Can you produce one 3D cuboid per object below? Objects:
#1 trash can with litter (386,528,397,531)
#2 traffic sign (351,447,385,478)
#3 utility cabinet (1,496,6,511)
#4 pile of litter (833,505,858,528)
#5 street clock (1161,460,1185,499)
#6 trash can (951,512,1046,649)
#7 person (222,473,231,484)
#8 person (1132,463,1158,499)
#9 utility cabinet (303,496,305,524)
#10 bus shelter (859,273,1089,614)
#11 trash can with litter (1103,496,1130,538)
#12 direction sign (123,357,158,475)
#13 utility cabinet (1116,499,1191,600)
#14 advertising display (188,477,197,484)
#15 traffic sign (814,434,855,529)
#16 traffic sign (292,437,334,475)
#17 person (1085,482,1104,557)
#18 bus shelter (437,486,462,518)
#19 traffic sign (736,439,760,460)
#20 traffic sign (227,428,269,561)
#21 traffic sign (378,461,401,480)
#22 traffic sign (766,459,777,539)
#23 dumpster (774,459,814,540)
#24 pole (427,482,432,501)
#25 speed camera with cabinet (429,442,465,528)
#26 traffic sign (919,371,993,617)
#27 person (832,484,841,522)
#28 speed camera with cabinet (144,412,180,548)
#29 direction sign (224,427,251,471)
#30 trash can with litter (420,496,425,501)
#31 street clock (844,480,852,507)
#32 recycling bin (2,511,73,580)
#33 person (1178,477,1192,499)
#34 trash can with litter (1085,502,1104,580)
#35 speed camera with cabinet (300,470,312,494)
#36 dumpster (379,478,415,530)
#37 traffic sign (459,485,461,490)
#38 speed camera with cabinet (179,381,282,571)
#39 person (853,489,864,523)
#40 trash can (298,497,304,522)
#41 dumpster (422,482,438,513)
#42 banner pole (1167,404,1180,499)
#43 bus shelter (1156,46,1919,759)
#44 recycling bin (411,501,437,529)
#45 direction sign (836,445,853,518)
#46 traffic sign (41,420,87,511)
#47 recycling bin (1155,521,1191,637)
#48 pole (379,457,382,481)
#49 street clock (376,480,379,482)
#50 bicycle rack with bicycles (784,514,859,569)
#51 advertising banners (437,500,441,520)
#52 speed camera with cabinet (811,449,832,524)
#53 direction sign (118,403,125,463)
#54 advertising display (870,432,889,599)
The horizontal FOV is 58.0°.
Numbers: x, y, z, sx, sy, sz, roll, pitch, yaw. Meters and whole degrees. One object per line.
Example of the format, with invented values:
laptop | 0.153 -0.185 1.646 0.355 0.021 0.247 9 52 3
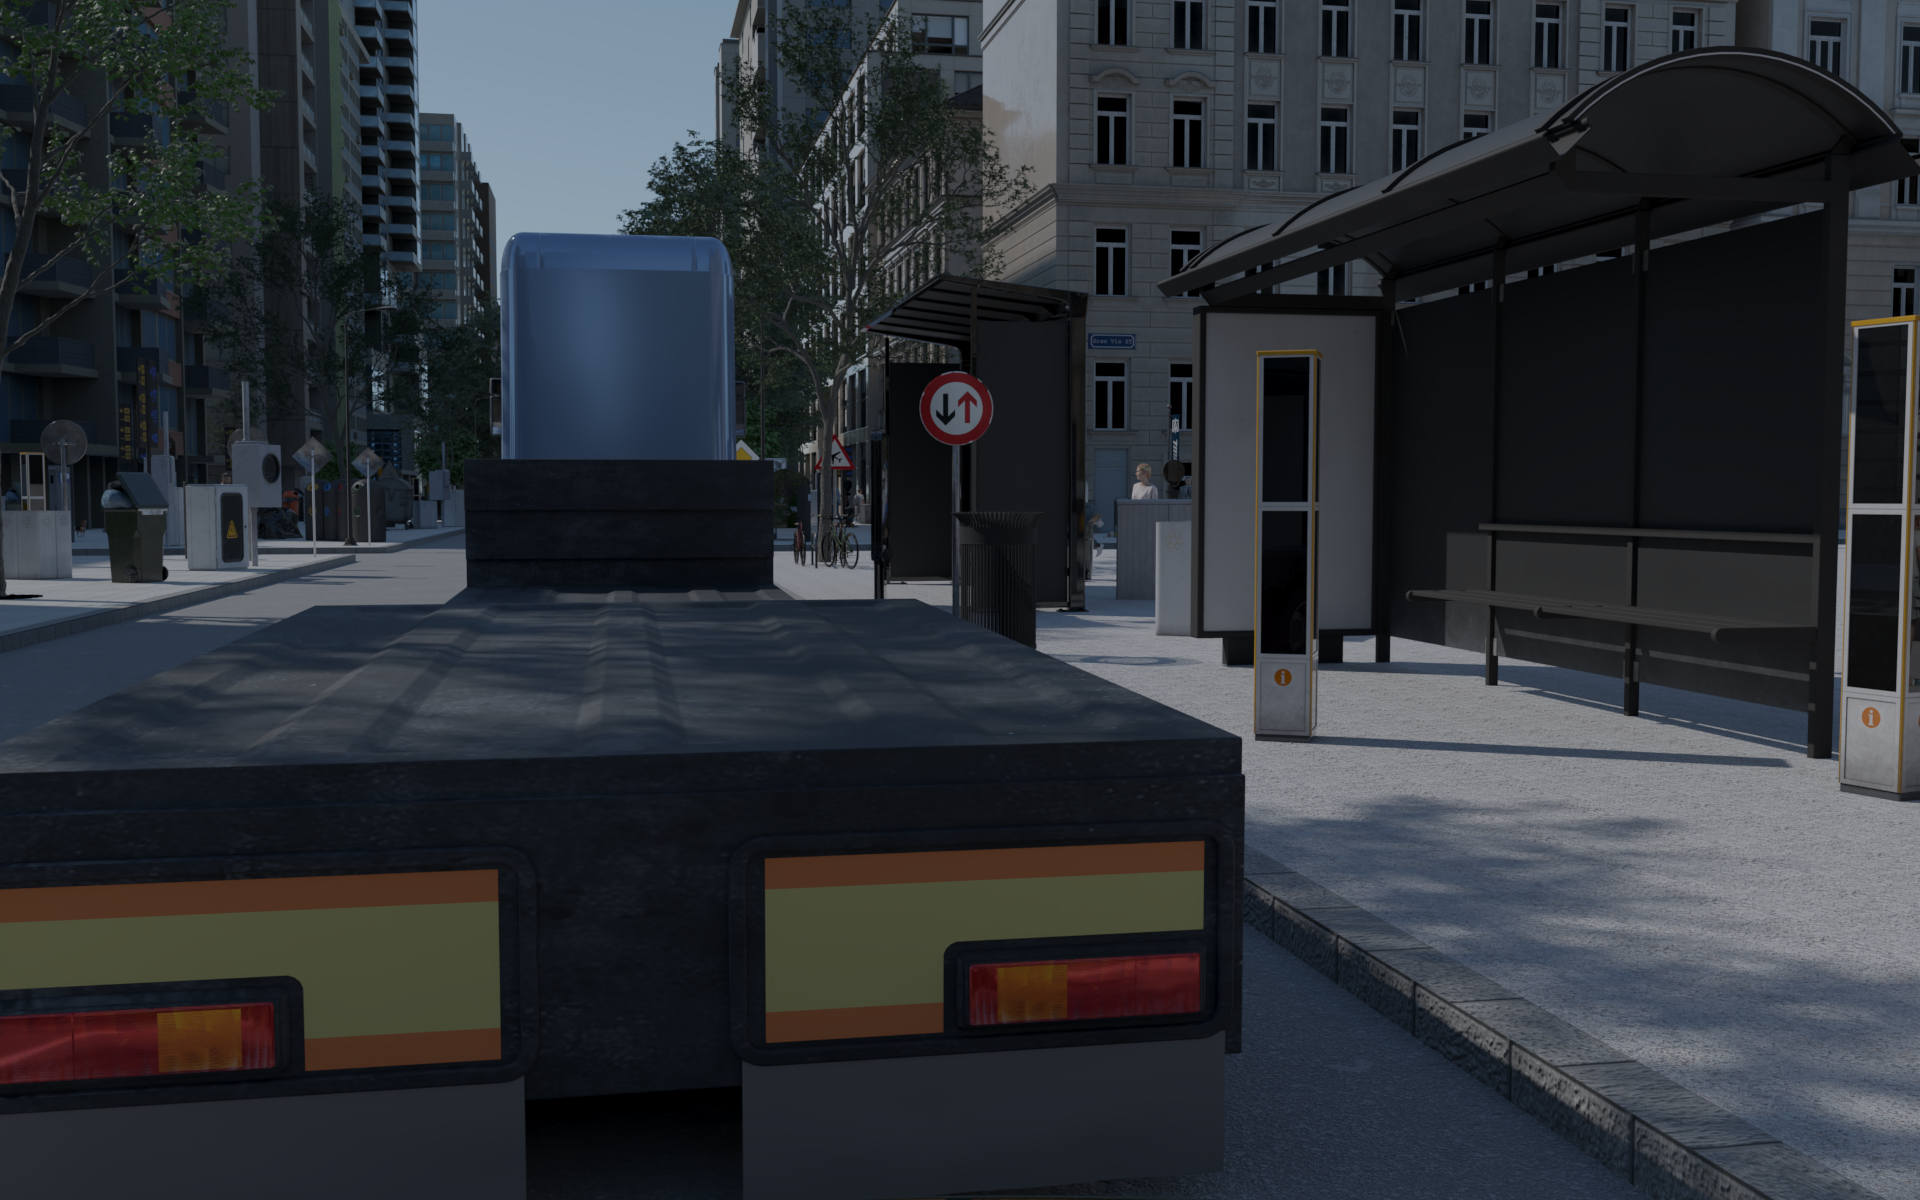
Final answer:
trash can with litter | -20.321 -3.003 60.149 1.678 1.210 2.233 -1 4 -23
traffic sign | -14.718 -2.500 43.064 0.795 2.593 0.064 -1 4 -11
utility cabinet | -26.028 -2.184 46.865 0.306 1.237 1.020 -2 4 -33
pile of litter | -4.528 -3.234 66.834 1.176 0.858 1.719 0 4 -6
street clock | 4.507 -1.962 36.657 0.471 2.002 0.358 0 4 -3
trash can | 0.302 -0.125 13.691 0.748 1.137 0.748 0 3 0
person | -17.918 -2.207 42.309 0.466 1.800 0.511 2 4 34
person | 2.765 -1.195 26.248 0.731 1.740 0.598 3 4 36
utility cabinet | -28.079 -3.938 75.552 1.020 1.237 0.306 -1 4 -14
bus shelter | 0.022 -1.859 21.678 1.731 3.624 6.357 -1 4 -11
trash can with litter | 5.244 -2.472 51.478 2.233 1.210 1.678 0 4 -6
direction sign | -13.615 -2.268 29.074 0.379 3.537 0.876 0 4 -6
utility cabinet | 2.416 -0.607 21.090 1.020 1.237 0.306 0 4 5
advertising display | -28.499 -3.618 64.368 0.123 1.923 0.974 -3 4 -36
traffic sign | -2.701 -2.287 37.403 0.884 2.594 0.081 0 4 -5
traffic sign | -13.162 -2.021 35.231 0.795 2.593 0.064 -1 4 -11
person | 2.531 -1.805 35.407 0.795 1.843 0.661 0 4 -6
bus shelter | -27.922 -6.393 95.814 1.731 3.624 6.357 -1 4 -11
traffic sign | -4.630 -2.123 36.899 0.795 2.593 0.064 -1 4 -11
traffic sign | -13.636 -2.025 33.216 0.768 2.556 0.104 -1 4 -10
traffic sign | -22.106 -4.107 67.148 0.884 2.594 0.081 -1 4 -10
traffic sign | -5.292 -2.912 49.734 0.606 2.300 0.079 0 4 -6
dumpster | -4.915 -2.816 48.529 1.502 2.255 1.985 -1 4 -11
pole | -24.562 -5.278 80.134 0.158 3.312 0.155 0 3 0
speed camera with cabinet | -19.840 -4.449 67.070 0.660 3.252 2.038 1 4 9
traffic sign | -0.040 -1.099 18.069 0.768 2.556 0.104 0 4 -4
person | -5.072 -3.935 70.647 0.793 1.790 0.793 1 4 13
speed camera with cabinet | -19.388 -2.930 42.237 0.660 3.252 2.038 -1 4 -14
direction sign | -24.271 -4.055 58.303 0.876 3.537 0.379 0 4 -1
trash can with litter | -31.870 -5.638 103.571 0.624 1.170 1.055 1 4 9
street clock | -5.762 -5.167 89.050 0.358 2.002 0.471 -2 4 -34
recycling bin | -13.996 -0.836 26.223 0.722 1.027 0.722 1 4 12
person | 6.949 -2.866 53.010 0.694 1.812 0.767 0 4 3
trash can with litter | 1.738 -0.874 25.670 0.624 1.170 1.055 1 4 15
speed camera with cabinet | -33.012 -5.824 89.555 2.038 3.252 0.660 -1 4 -18
dumpster | -20.393 -3.465 62.405 1.264 1.857 1.865 -1 4 -11
traffic sign | -24.347 -5.028 84.337 0.606 2.300 0.079 -1 4 -9
speed camera with cabinet | -12.487 -2.171 29.826 0.660 3.252 2.038 1 4 9
person | -4.442 -4.092 75.547 0.503 1.515 0.523 -1 4 -17
trash can | -30.762 -4.235 80.902 0.748 1.137 0.748 0 3 0
dumpster | -26.499 -5.231 88.017 1.502 2.255 1.985 -1 4 -11
banner pole | 5.918 -3.560 48.219 0.401 3.779 0.863 -1 4 -20
bus shelter | 3.001 -1.018 10.572 2.014 3.302 5.546 -1 4 -11
recycling bin | -19.850 -3.153 64.108 0.722 1.027 0.722 3 5 41
direction sign | -5.418 -5.401 80.298 0.876 3.537 0.379 0 4 -3
traffic sign | -15.442 -1.820 29.870 0.768 2.556 0.104 0 4 -6
recycling bin | 2.235 -0.201 15.848 0.722 1.027 0.722 2 4 25
pole | -31.882 -6.207 95.326 0.158 3.312 0.155 0 3 0
street clock | -30.977 -5.354 92.101 0.358 2.002 0.471 3 4 38
bicycle rack with bicycles | -1.821 -1.055 30.632 2.852 0.926 2.925 0 4 -6
advertising banners | -24.916 -5.487 85.894 2.074 3.025 0.090 -1 4 -18
speed camera with cabinet | -6.093 -4.926 74.869 0.660 3.252 2.038 1 4 13
direction sign | -20.680 -3.147 43.446 0.379 3.537 0.876 2 4 28
advertising display | -0.850 -0.810 18.463 0.123 1.923 0.974 0 4 2
